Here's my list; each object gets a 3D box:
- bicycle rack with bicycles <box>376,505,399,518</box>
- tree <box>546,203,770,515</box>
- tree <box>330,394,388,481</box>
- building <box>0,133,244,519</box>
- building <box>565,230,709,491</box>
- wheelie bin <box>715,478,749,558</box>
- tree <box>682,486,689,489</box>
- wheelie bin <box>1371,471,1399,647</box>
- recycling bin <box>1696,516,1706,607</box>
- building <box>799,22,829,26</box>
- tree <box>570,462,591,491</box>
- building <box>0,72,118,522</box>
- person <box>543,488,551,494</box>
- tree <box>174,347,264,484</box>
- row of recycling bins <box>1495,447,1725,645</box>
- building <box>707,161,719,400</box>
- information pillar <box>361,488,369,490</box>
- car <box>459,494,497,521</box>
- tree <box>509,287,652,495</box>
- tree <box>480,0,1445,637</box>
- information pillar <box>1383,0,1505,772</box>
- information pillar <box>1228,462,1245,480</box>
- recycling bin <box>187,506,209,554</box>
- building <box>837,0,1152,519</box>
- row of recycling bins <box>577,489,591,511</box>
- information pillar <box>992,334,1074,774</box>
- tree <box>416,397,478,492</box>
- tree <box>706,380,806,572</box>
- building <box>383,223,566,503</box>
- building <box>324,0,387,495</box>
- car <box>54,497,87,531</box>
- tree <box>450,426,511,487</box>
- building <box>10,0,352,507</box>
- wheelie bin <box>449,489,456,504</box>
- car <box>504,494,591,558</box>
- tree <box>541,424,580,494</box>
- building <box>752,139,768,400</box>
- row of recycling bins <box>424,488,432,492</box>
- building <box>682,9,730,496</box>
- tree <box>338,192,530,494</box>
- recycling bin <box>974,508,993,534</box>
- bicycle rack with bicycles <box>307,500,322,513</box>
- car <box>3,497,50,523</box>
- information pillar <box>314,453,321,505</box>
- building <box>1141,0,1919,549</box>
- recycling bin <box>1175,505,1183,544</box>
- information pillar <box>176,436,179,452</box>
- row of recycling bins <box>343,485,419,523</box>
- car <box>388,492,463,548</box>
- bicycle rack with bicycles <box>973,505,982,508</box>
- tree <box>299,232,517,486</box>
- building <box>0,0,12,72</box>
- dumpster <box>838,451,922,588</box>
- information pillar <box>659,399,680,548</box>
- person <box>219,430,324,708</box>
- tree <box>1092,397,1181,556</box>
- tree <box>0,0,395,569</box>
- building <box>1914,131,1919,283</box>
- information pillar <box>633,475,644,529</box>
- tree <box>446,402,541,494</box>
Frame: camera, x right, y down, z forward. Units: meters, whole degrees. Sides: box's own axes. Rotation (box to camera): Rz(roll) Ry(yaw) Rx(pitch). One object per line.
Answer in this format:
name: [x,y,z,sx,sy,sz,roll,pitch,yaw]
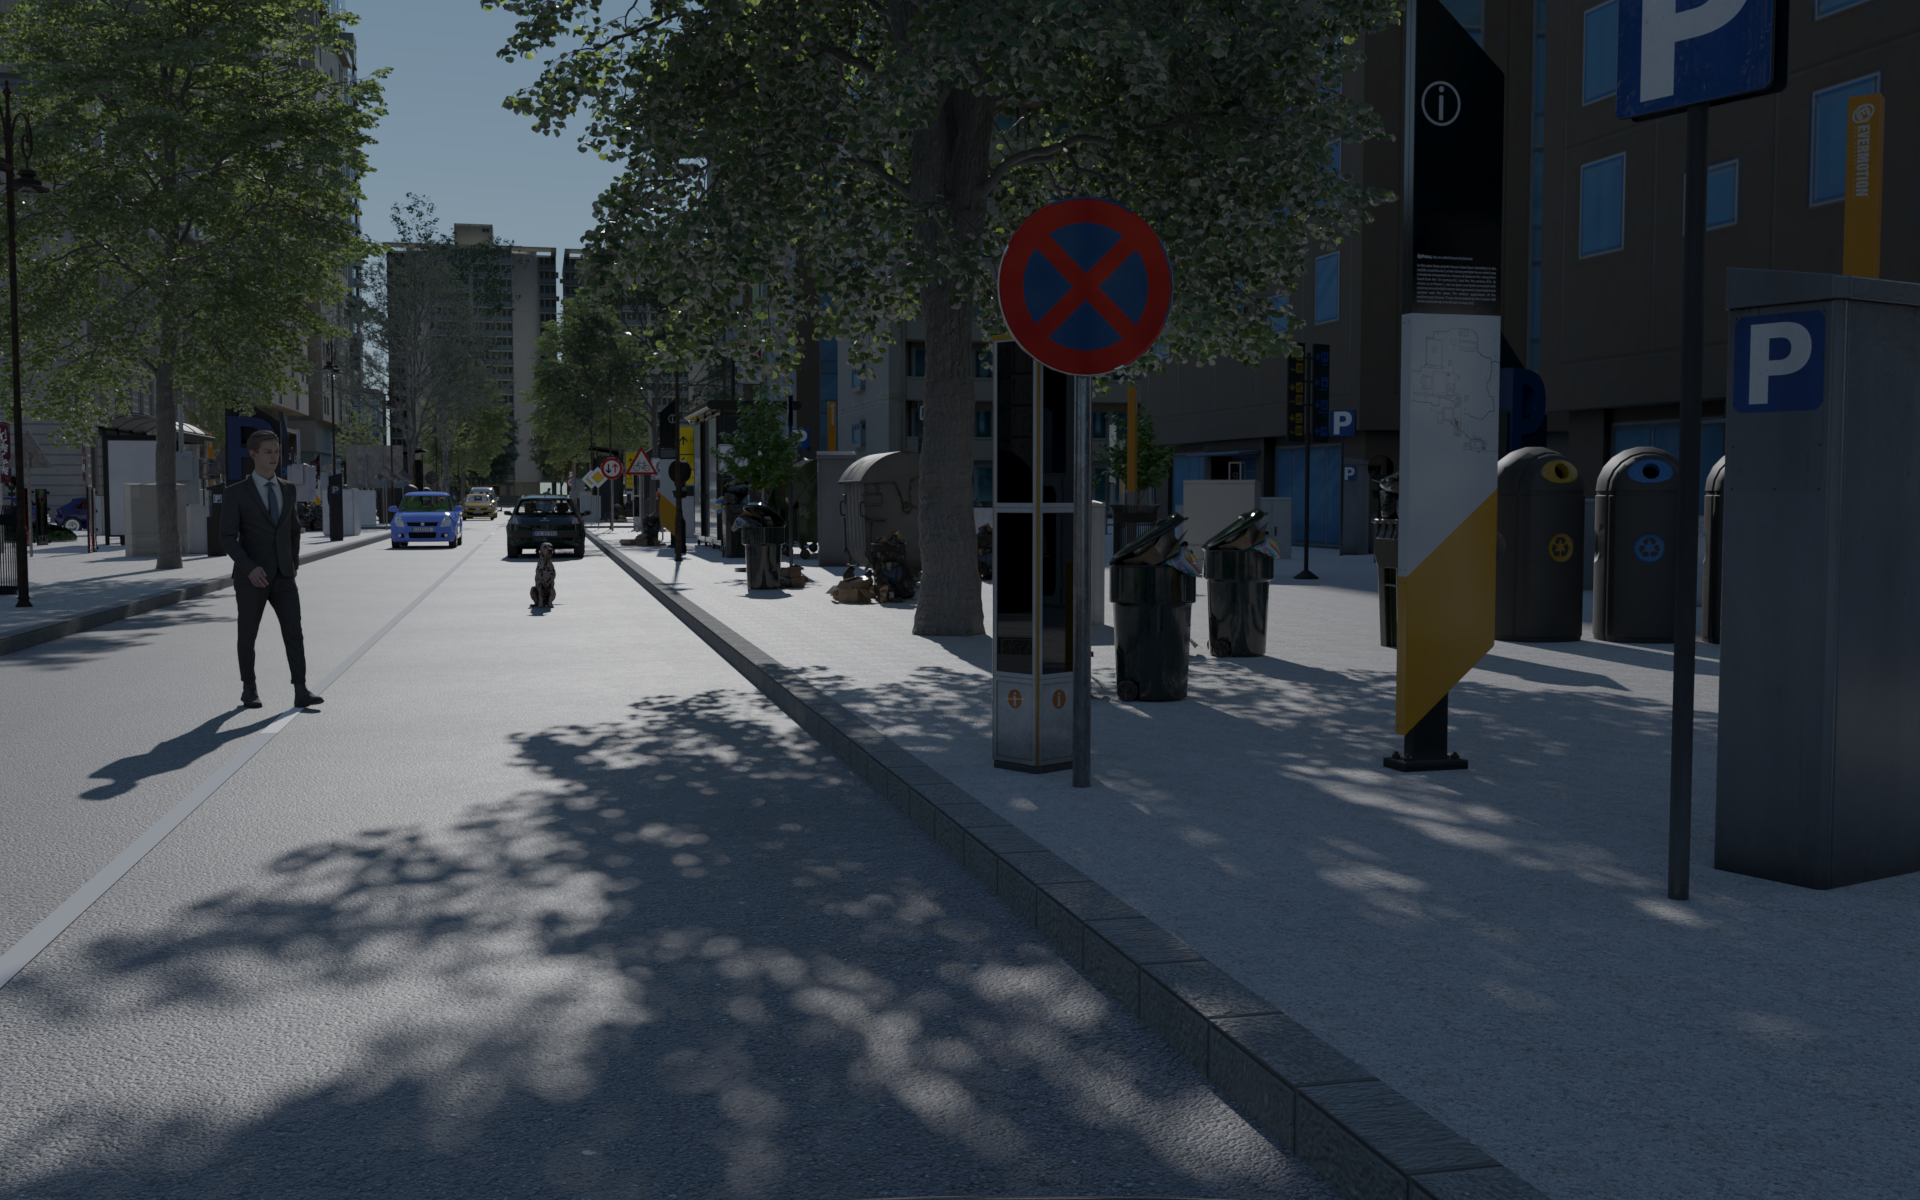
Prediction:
bicycle rack with bicycles: [-27.932,-4.420,85.649,2.925,0.926,2.852,-3,5,-40]
tree: [-9.536,-7.380,55.084,7.601,10.594,8.767,-1,4,-15]
tree: [-42.523,-10.534,122.587,4.360,8.622,3.978,0,3,0]
building: [-54.582,-16.537,112.174,13.314,21.916,24.055,-1,4,-14]
building: [-47.050,-34.632,258.112,23.993,40.220,32.217,-1,4,-14]
wheelie bin: [-4.427,-1.652,34.913,0.980,1.594,0.693,-1,4,-15]
tree: [-18.569,-7.764,110.661,4.285,4.588,4.351,0,3,0]
wheelie bin: [3.844,-0.398,14.422,0.693,1.594,0.980,-1,4,-14]
recycling bin: [8.309,-0.457,20.033,0.722,1.027,0.722,1,4,10]
building: [-13.841,-31.097,158.544,14.600,45.320,14.200,-1,4,-14]
tree: [-22.317,-6.596,102.442,1.663,3.219,1.824,0,3,0]
building: [-48.544,-15.115,88.929,13.314,21.916,24.055,-1,4,-14]
person: [-24.186,-5.671,101.406,0.592,1.802,0.473,1,4,9]
tree: [-37.187,-8.348,86.846,4.737,8.622,4.395,0,3,0]
row of recycling bins: [6.368,-0.484,15.030,3.534,1.692,1.069,1,4,14]
building: [-17.489,-31.937,172.279,14.600,45.320,14.200,-1,4,-14]
information pillar: [-25.267,-4.228,73.615,0.304,2.012,0.304,-1,4,-22]
car: [-26.397,-5.176,94.853,2.015,1.641,3.980,-1,4,-15]
tree: [-20.298,-10.775,94.305,7.486,12.596,7.792,0,3,0]
tree: [0.009,-6.659,15.529,9.857,13.997,8.962,0,3,0]
information pillar: [2.259,-1.020,8.026,0.504,3.616,0.183,-1,4,-16]
information pillar: [6.336,-2.154,39.702,0.304,2.012,0.304,2,4,26]
recycling bin: [-16.450,-1.517,37.351,0.722,1.027,0.722,3,5,39]
building: [4.128,-29.004,97.923,21.600,48.544,21.300,-1,4,-14]
row of recycling bins: [-22.857,-6.269,109.614,1.069,1.692,3.534,2,4,29]
information pillar: [0.358,-0.218,8.058,0.304,2.012,0.304,-3,5,-43]
tree: [-37.425,-10.716,125.575,4.360,8.622,3.978,0,3,0]
tree: [-3.365,-2.083,28.654,1.663,3.219,1.824,0,3,0]
building: [-70.445,-34.245,251.779,23.993,40.220,32.217,-1,4,-14]
building: [-96.036,-56.593,237.972,31.000,86.520,22.319,-1,4,-14]
car: [-30.444,-3.059,62.601,3.894,1.354,1.945,-1,4,-12]
tree: [-55.576,-16.205,199.367,8.767,10.594,7.601,1,4,12]
building: [-79.272,-36.230,181.599,27.495,52.752,28.713,-1,4,-14]
wheelie bin: [-34.703,-6.675,117.046,0.980,1.594,0.693,3,4,37]
car: [-9.606,-1.866,40.300,2.009,1.686,4.222,-1,4,-12]
tree: [-43.826,-16.198,190.591,9.928,11.665,9.643,0,3,0]
building: [-9.872,-27.857,139.048,14.154,41.232,14.086,-1,4,-14]
row of recycling bins: [-34.815,-6.333,110.661,1.069,1.692,3.534,-3,5,-44]
building: [-19.455,-53.889,193.762,22.319,86.520,31.000,-1,4,-14]
tree: [-34.632,-15.641,111.623,12.611,20.169,13.585,0,3,0]
recycling bin: [0.438,-1.181,31.856,0.722,1.027,0.722,0,4,3]
bicycle rack with bicycles: [-49.326,-7.308,132.867,2.852,0.926,2.925,0,4,-6]
car: [-35.001,-3.040,62.283,3.894,1.354,1.945,-1,4,-16]
information pillar: [-36.906,-6.614,99.497,0.183,3.616,0.504,1,4,12]
building: [13.778,-24.169,45.268,14.600,45.320,14.200,-1,4,-14]
recycling bin: [5.324,-1.666,39.800,0.722,1.027,0.722,0,4,5]
information pillar: [-25.030,-3.896,55.060,0.183,3.616,0.504,2,4,29]
row of recycling bins: [-25.569,-4.217,76.056,3.534,1.692,1.069,-1,4,-18]
car: [-14.479,-2.293,47.075,1.945,1.707,3.694,-1,4,-13]
bicycle rack with bicycles: [2.232,-4.403,85.378,2.852,0.926,2.925,-1,4,-14]
tree: [-25.727,-10.439,81.052,12.009,13.543,11.850,0,3,0]
building: [-71.673,-34.183,148.132,28.713,52.752,27.495,-1,4,-14]
dumpster: [-0.934,-1.129,24.214,1.264,1.857,1.865,-1,4,-14]
information pillar: [-6.892,-3.051,41.244,0.504,3.616,0.183,0,4,4]
person: [-4.579,-0.201,11.562,0.755,1.850,0.659,3,5,40]
tree: [3.669,-2.444,34.562,1.663,3.219,1.824,0,3,0]
tree: [-13.186,-6.806,29.412,7.486,12.596,7.792,0,3,0]
building: [18.420,-22.843,23.590,14.600,45.320,14.200,-1,4,-14]
information pillar: [-11.678,-3.572,62.900,0.304,2.012,0.304,1,4,17]
tree: [-50.427,-15.450,178.361,9.928,11.665,9.643,0,3,0]
